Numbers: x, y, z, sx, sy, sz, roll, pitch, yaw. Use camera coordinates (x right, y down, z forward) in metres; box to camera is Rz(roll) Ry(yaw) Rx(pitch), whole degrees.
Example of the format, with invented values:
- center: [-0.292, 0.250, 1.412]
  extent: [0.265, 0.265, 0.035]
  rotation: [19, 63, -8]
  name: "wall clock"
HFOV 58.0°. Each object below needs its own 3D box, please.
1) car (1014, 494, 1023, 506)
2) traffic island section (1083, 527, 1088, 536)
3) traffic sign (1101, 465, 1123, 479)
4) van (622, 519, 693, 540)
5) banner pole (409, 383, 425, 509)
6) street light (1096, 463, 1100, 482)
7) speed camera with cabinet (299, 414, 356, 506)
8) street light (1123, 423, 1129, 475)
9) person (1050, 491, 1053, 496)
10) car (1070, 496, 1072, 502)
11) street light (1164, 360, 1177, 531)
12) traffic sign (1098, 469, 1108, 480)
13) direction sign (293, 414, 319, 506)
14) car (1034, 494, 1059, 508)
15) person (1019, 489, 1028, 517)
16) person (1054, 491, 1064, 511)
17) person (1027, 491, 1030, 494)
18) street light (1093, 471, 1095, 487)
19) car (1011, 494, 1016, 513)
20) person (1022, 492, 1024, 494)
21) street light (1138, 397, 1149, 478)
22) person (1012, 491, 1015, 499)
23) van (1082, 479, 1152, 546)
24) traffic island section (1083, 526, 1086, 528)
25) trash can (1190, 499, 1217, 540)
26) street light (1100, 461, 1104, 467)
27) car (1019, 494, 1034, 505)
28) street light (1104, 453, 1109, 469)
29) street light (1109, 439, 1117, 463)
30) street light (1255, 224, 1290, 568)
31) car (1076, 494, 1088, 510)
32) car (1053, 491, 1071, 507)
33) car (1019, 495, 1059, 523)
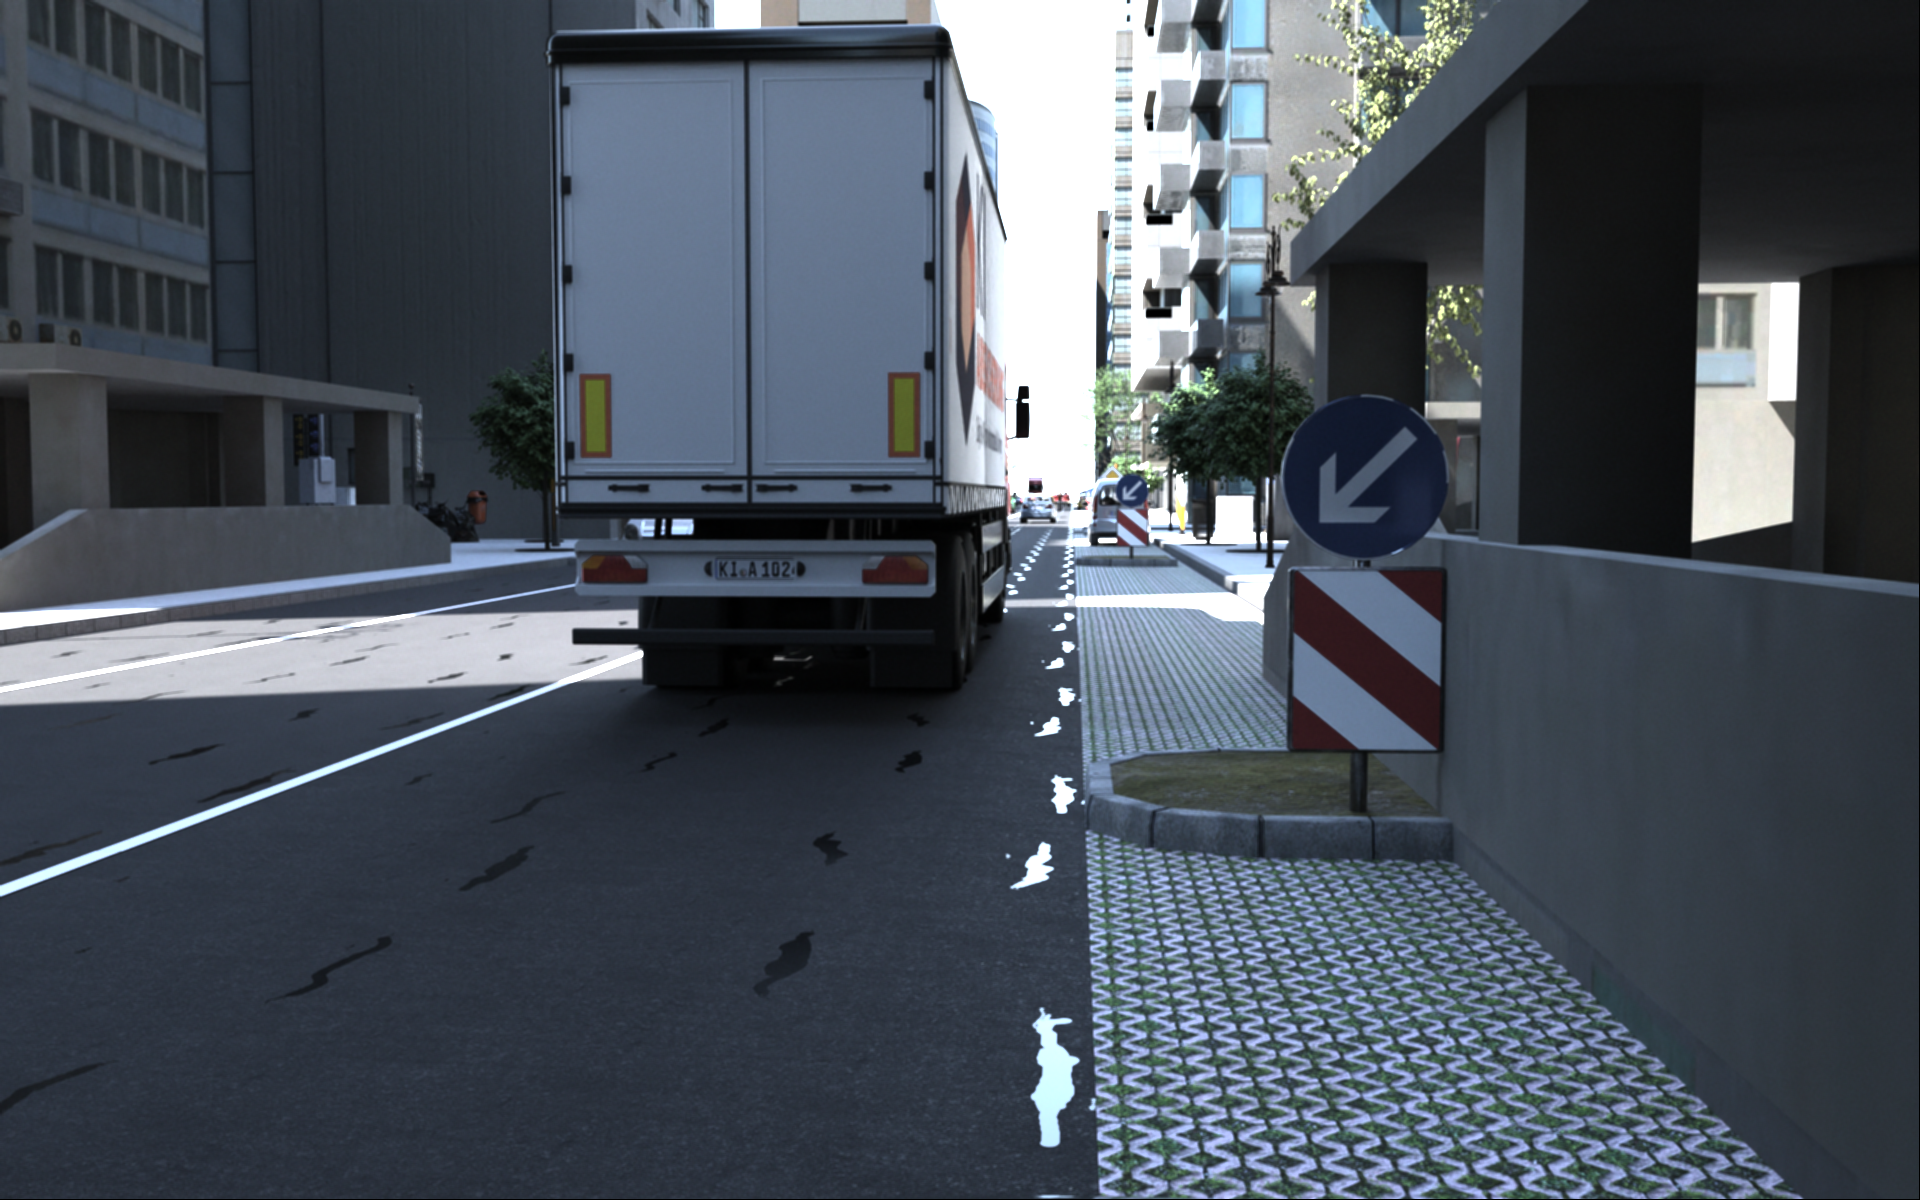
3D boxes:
- center: [7.369, -11.814, 205.152]
  extent: [2.014, 1.417, 4.499]
  rotation: [0, 4, 4]
  name: "car"
- center: [5.316, -2.322, 60.249]
  extent: [2.009, 0.180, 2.903]
  rotation: [0, 4, 4]
  name: "traffic island section"
- center: [5.292, -3.458, 60.173]
  extent: [0.795, 2.450, 0.064]
  rotation: [0, 4, 4]
  name: "traffic sign"
- center: [-4.670, -1.421, 30.247]
  extent: [2.013, 2.044, 4.112]
  rotation: [0, 4, 5]
  name: "van"
- center: [-12.368, -3.023, 39.444]
  extent: [0.401, 3.779, 0.863]
  rotation: [0, 4, 4]
  name: "banner pole"
- center: [17.669, -15.056, 218.957]
  extent: [0.468, 5.910, 1.993]
  rotation: [0, 4, 4]
  name: "street light"
- center: [-15.549, -2.998, 43.355]
  extent: [0.660, 3.252, 2.038]
  rotation: [2, 4, 27]
  name: "speed camera with cabinet"
- center: [10.816, -8.555, 112.664]
  extent: [0.468, 5.910, 1.993]
  rotation: [0, 4, 4]
  name: "street light"
- center: [9.299, -10.334, 178.249]
  extent: [0.721, 1.735, 1.217]
  rotation: [-1, 4, -16]
  name: "person"
- center: [18.079, -17.585, 296.561]
  extent: [2.155, 1.783, 4.494]
  rotation: [0, 4, 3]
  name: "car"
- center: [7.273, -5.312, 59.643]
  extent: [0.468, 5.910, 1.993]
  rotation: [0, 4, 4]
  name: "street light"
- center: [5.813, -3.945, 68.141]
  extent: [0.795, 2.450, 0.064]
  rotation: [0, 4, 4]
  name: "traffic sign"
- center: [-18.209, -3.443, 48.295]
  extent: [0.379, 3.537, 0.876]
  rotation: [2, 4, 26]
  name: "direction sign"
- center: [5.160, -5.971, 107.843]
  extent: [2.015, 1.641, 3.980]
  rotation: [0, 4, 3]
  name: "car"
- center: [3.800, -5.607, 100.927]
  extent: [0.760, 1.731, 0.466]
  rotation: [1, 4, 14]
  name: "person"
- center: [8.387, -8.376, 146.271]
  extent: [0.721, 1.723, 1.217]
  rotation: [-3, 5, -41]
  name: "person"
- center: [9.560, -14.337, 242.535]
  extent: [1.348, 1.869, 0.705]
  rotation: [2, 4, 26]
  name: "person"
- center: [19.175, -16.427, 241.365]
  extent: [0.468, 5.910, 1.993]
  rotation: [0, 4, 4]
  name: "street light"
- center: [3.216, -7.393, 129.676]
  extent: [1.959, 1.807, 4.718]
  rotation: [0, 4, 4]
  name: "car"
- center: [8.358, -13.391, 228.155]
  extent: [1.217, 1.736, 0.721]
  rotation: [3, 4, 36]
  name: "person"
- center: [8.770, -6.721, 82.674]
  extent: [0.468, 5.910, 1.993]
  rotation: [0, 4, 4]
  name: "street light"
- center: [6.393, -12.269, 209.104]
  extent: [0.705, 1.824, 1.348]
  rotation: [-2, 4, -26]
  name: "person"
- center: [4.467, -2.570, 49.027]
  extent: [2.013, 2.044, 4.112]
  rotation: [0, 4, 3]
  name: "van"
- center: [5.837, -2.810, 68.217]
  extent: [2.009, 0.180, 2.903]
  rotation: [0, 4, 4]
  name: "traffic island section"
- center: [6.781, -2.241, 48.301]
  extent: [0.748, 1.137, 0.748]
  rotation: [0, 3, 0]
  name: "trash can"
- center: [15.821, -13.235, 189.176]
  extent: [0.468, 5.910, 1.993]
  rotation: [0, 4, 4]
  name: "street light"
- center: [7.836, -11.501, 197.085]
  extent: [2.155, 1.783, 4.494]
  rotation: [0, 4, 3]
  name: "car"
- center: [13.760, -11.423, 159.546]
  extent: [0.468, 5.910, 1.993]
  rotation: [0, 4, 4]
  name: "street light"
- center: [12.693, -10.368, 142.305]
  extent: [0.468, 5.910, 1.993]
  rotation: [0, 4, 4]
  name: "street light"
- center: [5.401, -3.499, 30.001]
  extent: [0.468, 5.910, 1.993]
  rotation: [0, 4, 4]
  name: "street light"
- center: [11.342, -8.818, 154.401]
  extent: [2.015, 1.641, 3.980]
  rotation: [0, 4, 3]
  name: "car"
- center: [11.516, -11.531, 197.203]
  extent: [2.281, 1.827, 5.304]
  rotation: [0, 4, 4]
  name: "car"
- center: [3.942, -4.587, 87.000]
  extent: [2.014, 1.417, 4.499]
  rotation: [0, 4, 5]
  name: "car"
